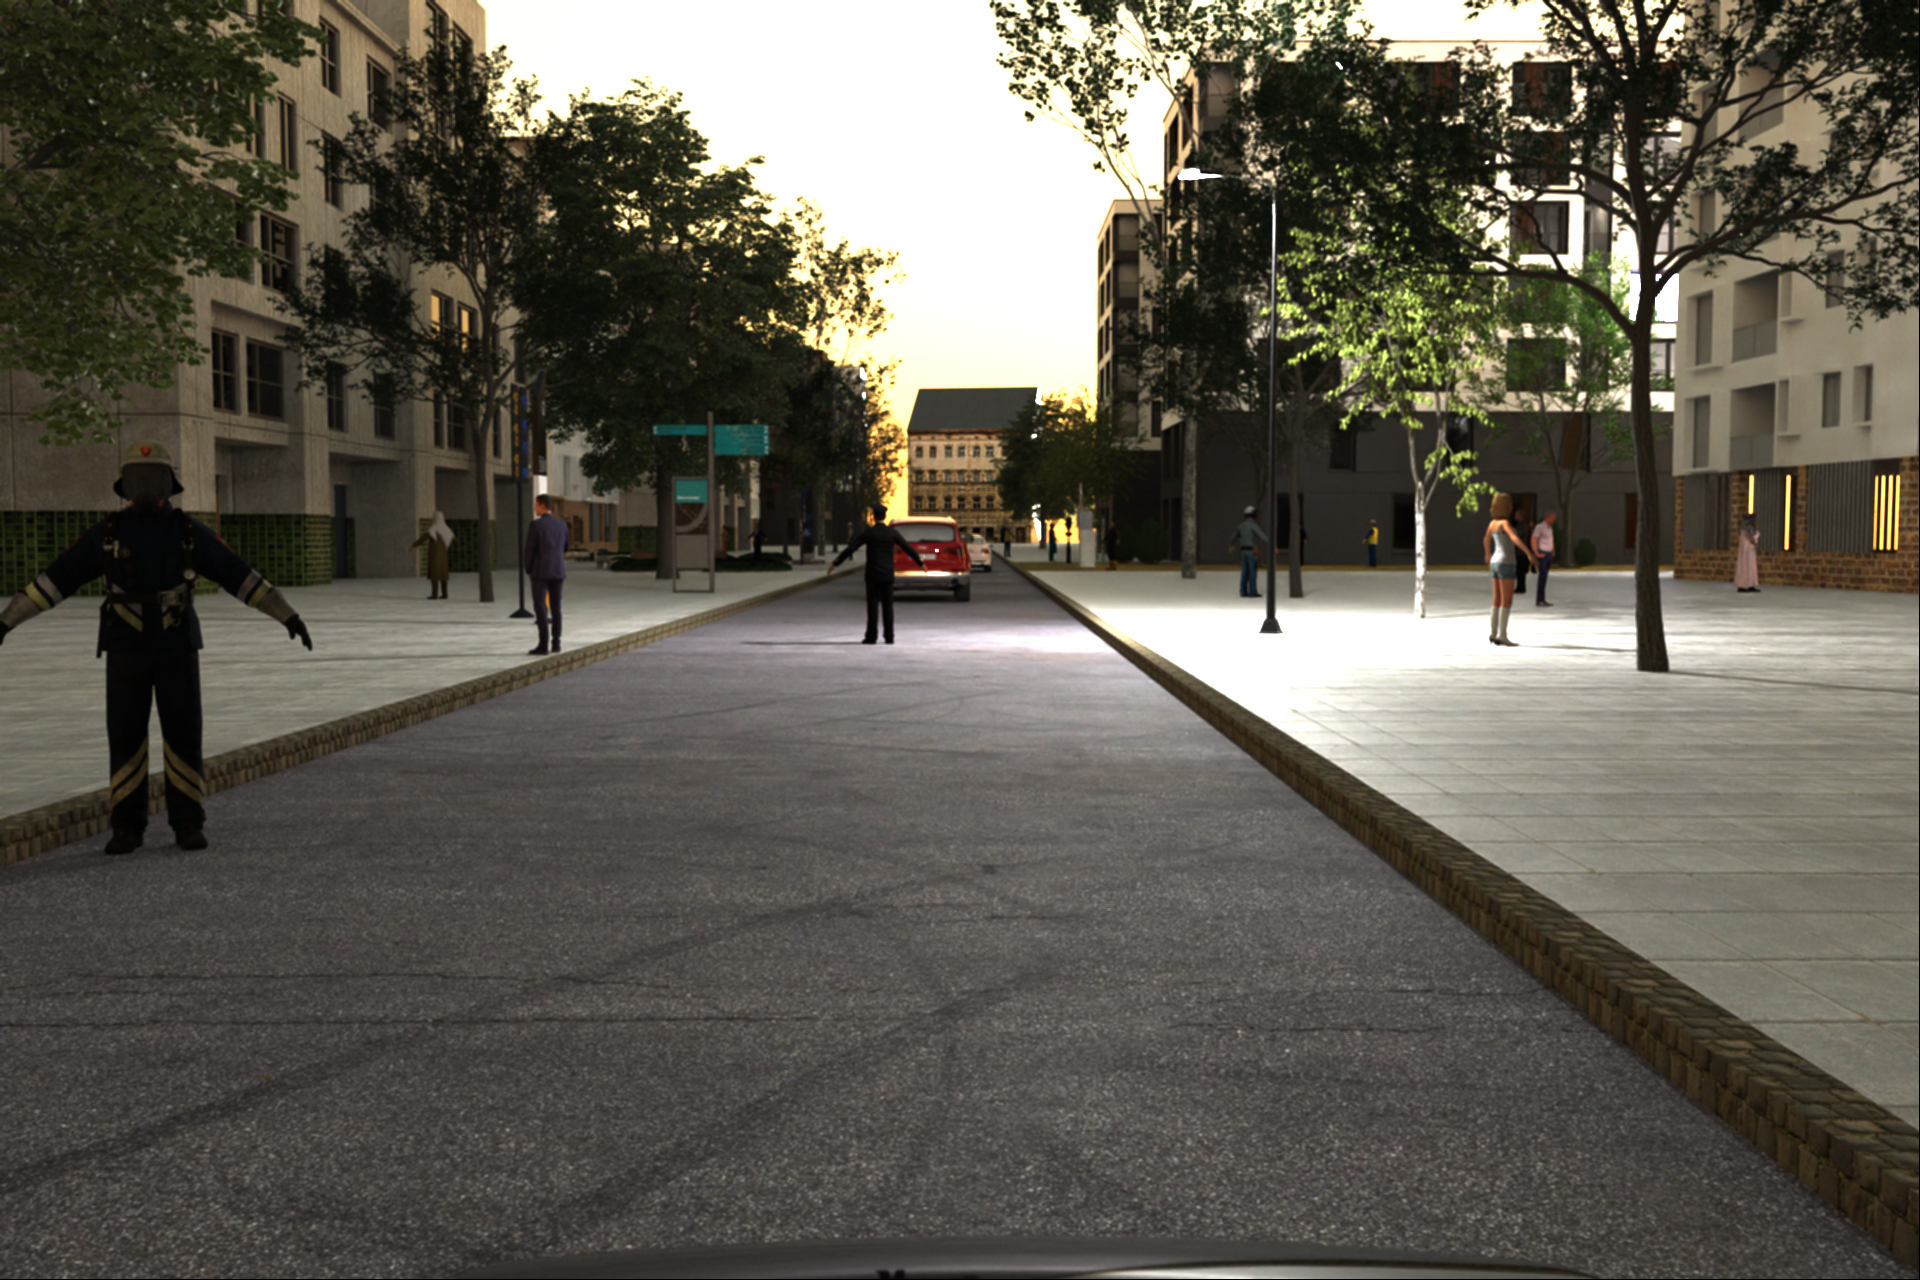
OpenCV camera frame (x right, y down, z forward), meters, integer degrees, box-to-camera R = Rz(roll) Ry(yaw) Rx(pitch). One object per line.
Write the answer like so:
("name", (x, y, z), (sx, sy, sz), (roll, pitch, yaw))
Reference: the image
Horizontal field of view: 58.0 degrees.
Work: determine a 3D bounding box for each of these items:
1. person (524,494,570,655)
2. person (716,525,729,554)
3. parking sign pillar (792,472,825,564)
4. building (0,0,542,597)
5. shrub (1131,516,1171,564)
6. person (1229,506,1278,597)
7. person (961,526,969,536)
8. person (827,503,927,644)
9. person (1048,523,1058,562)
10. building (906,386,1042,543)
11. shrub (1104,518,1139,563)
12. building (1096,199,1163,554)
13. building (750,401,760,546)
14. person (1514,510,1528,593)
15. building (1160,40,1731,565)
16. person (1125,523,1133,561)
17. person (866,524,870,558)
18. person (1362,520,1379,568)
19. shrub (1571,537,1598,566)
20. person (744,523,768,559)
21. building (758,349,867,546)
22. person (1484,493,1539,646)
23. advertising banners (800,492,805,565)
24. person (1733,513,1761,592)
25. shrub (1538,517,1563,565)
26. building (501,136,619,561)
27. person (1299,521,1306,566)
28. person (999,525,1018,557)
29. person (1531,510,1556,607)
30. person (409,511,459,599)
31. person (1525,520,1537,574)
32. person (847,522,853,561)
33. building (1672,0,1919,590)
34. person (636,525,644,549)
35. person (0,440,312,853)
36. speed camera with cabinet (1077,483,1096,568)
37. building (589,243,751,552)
("person", (-4.432, -0.712, 18.610), (0.541, 1.710, 0.530), (-3, 4, -36))
("person", (-11.575, -4.755, 84.544), (0.721, 1.733, 1.217), (1, 4, 21))
("parking sign pillar", (-6.496, -5.240, 74.143), (1.447, 3.967, 1.447), (0, 4, 1))
("building", (-24.301, -11.255, 50.469), (16.747, 18.905, 31.486), (0, 4, 0))
("shrub", (8.071, -4.207, 73.211), (1.690, 2.028, 1.600), (0, 3, 0))
("person", (5.924, -1.801, 35.278), (0.704, 1.849, 1.345), (-2, 4, -35))
("person", (0.244, -4.332, 79.476), (1.347, 1.806, 0.705), (-3, 5, -41))
("person", (-1.055, -0.869, 22.594), (1.347, 1.837, 0.705), (-1, 4, -18))
("person", (4.335, -4.585, 81.092), (0.704, 1.817, 1.347), (-1, 4, -10))
("building", (2.766, -25.947, 257.620), (18.063, 23.208, 19.493), (1, 4, 9))
("shrub", (7.131, -4.402, 76.392), (1.690, 2.028, 1.600), (0, 3, 0))
("building", (23.385, -17.013, 122.145), (27.936, 21.610, 32.646), (0, 4, 0))
("building", (-27.094, -19.598, 176.854), (16.016, 20.090, 11.380), (0, 4, 1))
("person", (12.132, -1.922, 37.600), (0.705, 1.807, 1.348), (2, 4, 28))
("building", (23.945, -14.948, 88.368), (27.936, 21.610, 32.646), (0, 3, 0))
("person", (7.912, -4.602, 81.426), (1.347, 1.806, 0.705), (3, 4, 36))
("person", (-4.849, -5.245, 91.974), (0.704, 1.802, 1.346), (0, 4, 7))
("person", (15.761, -3.691, 66.311), (0.705, 1.833, 1.349), (3, 4, 36))
("shrub", (24.973, -3.555, 69.245), (1.383, 1.207, 1.383), (0, 3, 0))
("person", (-8.456, -3.990, 71.963), (1.216, 1.740, 0.721), (2, 4, 34))
("building", (-25.808, -22.257, 207.873), (27.936, 21.610, 32.646), (0, 4, 0))
("person", (6.311, -0.813, 19.899), (0.721, 1.753, 1.214), (0, 4, -8))
("advertising banners", (-6.505, -4.620, 71.730), (0.090, 3.025, 2.074), (0, 4, -1))
("person", (17.374, -1.922, 38.133), (0.621, 1.740, 0.551), (1, 4, 10))
("shrub", (24.184, -4.118, 71.377), (1.661, 2.075, 1.752), (0, 3, 0))
("building", (-24.017, -13.908, 83.821), (16.016, 20.090, 11.380), (0, 4, -1))
("person", (13.762, -3.916, 70.218), (0.705, 1.806, 1.347), (-1, 4, -15))
("person", (2.673, -5.487, 96.172), (1.216, 1.772, 0.721), (-2, 4, -32))
("person", (10.453, -1.460, 30.846), (0.756, 1.711, 0.436), (-3, 4, -37))
("person", (-10.391, -1.684, 34.311), (0.721, 1.736, 1.217), (2, 4, 33))
("person", (18.476, -3.005, 55.934), (1.215, 1.729, 0.721), (-1, 4, -13))
("person", (-5.330, -4.763, 83.735), (0.705, 1.847, 1.347), (0, 4, -1))
("building", (25.369, -11.654, 46.964), (16.016, 20.090, 11.380), (0, 4, 0))
("person", (-17.867, -5.542, 96.887), (0.705, 1.796, 1.348), (-1, 4, -21))
("person", (-3.660, 0.024, 7.847), (1.354, 1.856, 0.705), (-1, 4, -21))
("speed camera with cabinet", (4.840, -4.398, 66.240), (0.660, 3.252, 2.038), (0, 4, 1))
("building", (-25.188, -15.598, 121.489), (16.747, 18.905, 31.486), (0, 4, 1))
